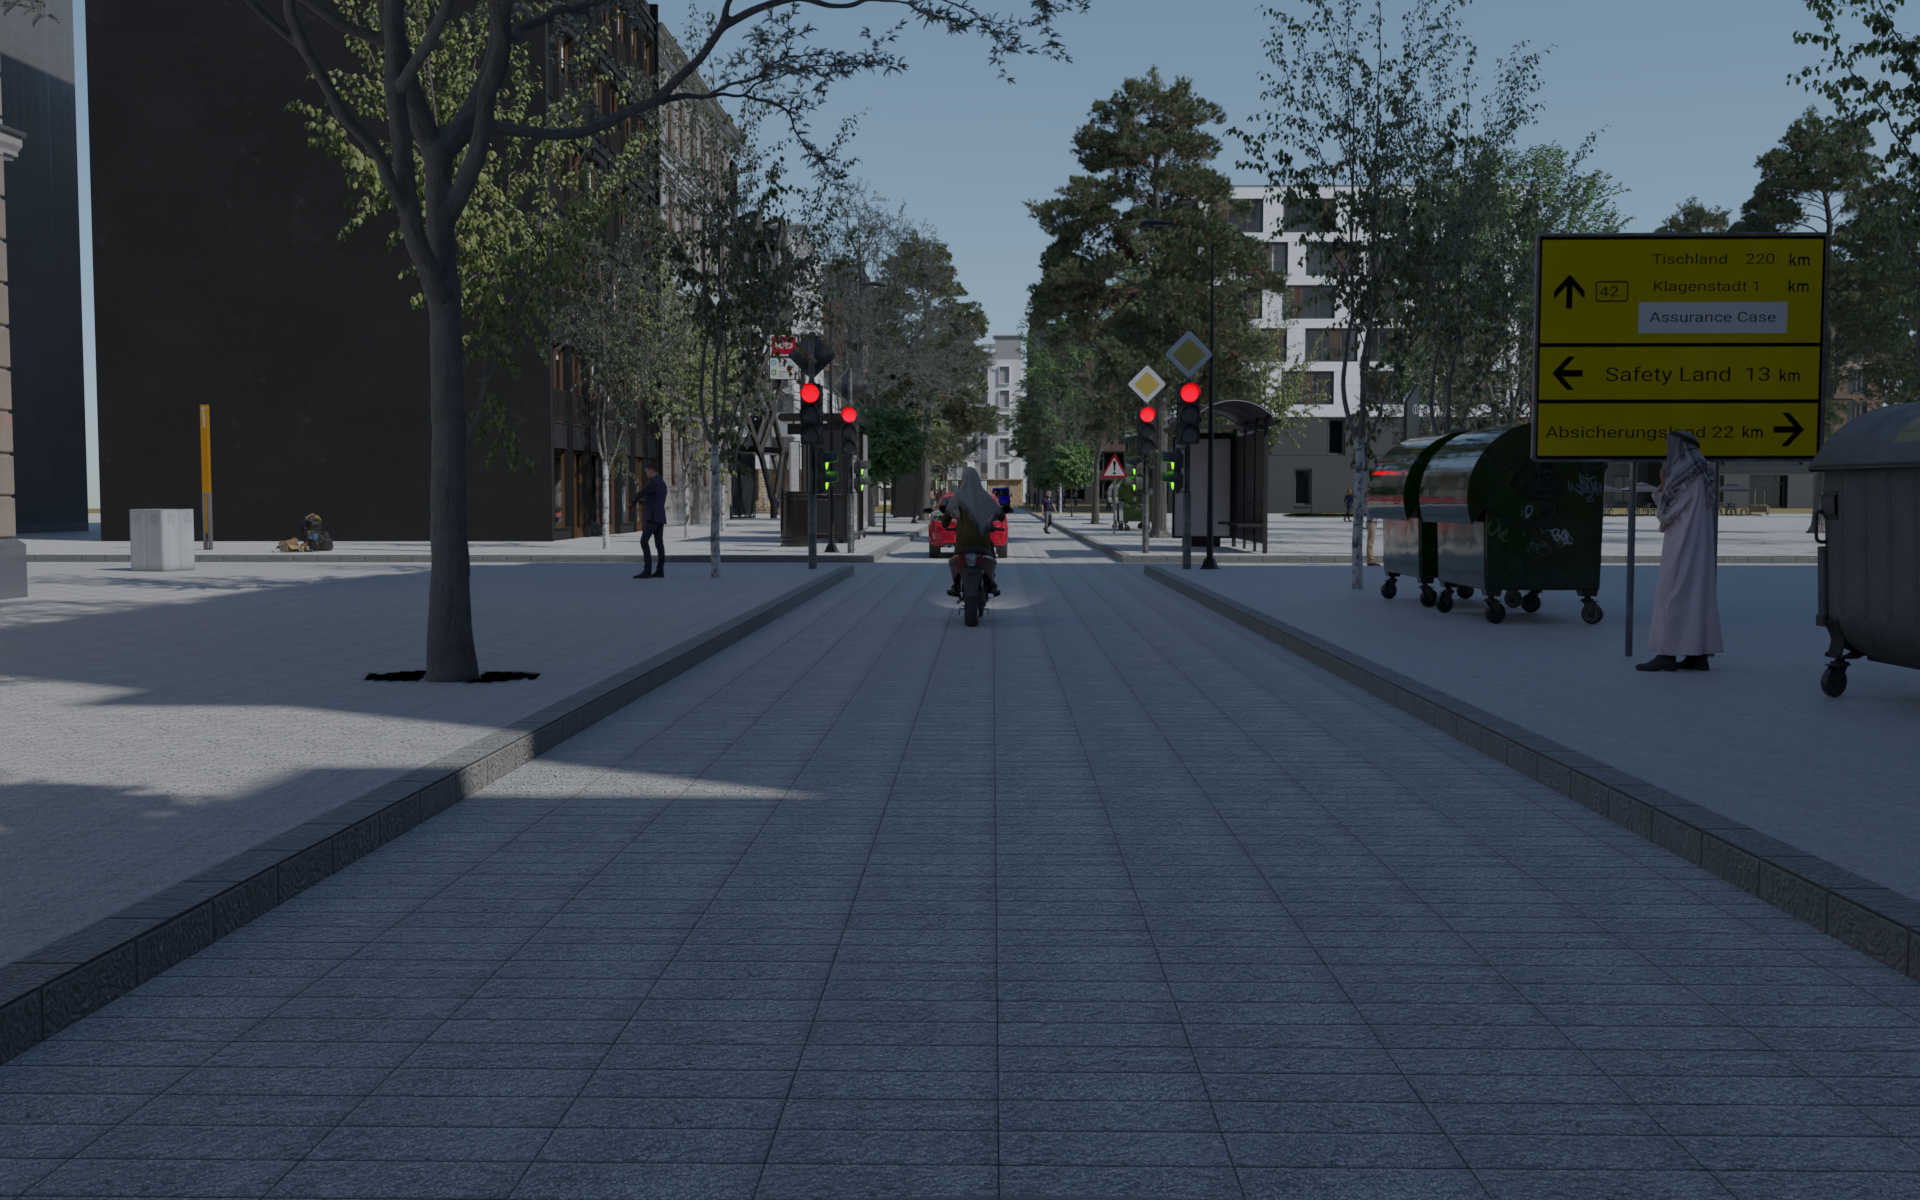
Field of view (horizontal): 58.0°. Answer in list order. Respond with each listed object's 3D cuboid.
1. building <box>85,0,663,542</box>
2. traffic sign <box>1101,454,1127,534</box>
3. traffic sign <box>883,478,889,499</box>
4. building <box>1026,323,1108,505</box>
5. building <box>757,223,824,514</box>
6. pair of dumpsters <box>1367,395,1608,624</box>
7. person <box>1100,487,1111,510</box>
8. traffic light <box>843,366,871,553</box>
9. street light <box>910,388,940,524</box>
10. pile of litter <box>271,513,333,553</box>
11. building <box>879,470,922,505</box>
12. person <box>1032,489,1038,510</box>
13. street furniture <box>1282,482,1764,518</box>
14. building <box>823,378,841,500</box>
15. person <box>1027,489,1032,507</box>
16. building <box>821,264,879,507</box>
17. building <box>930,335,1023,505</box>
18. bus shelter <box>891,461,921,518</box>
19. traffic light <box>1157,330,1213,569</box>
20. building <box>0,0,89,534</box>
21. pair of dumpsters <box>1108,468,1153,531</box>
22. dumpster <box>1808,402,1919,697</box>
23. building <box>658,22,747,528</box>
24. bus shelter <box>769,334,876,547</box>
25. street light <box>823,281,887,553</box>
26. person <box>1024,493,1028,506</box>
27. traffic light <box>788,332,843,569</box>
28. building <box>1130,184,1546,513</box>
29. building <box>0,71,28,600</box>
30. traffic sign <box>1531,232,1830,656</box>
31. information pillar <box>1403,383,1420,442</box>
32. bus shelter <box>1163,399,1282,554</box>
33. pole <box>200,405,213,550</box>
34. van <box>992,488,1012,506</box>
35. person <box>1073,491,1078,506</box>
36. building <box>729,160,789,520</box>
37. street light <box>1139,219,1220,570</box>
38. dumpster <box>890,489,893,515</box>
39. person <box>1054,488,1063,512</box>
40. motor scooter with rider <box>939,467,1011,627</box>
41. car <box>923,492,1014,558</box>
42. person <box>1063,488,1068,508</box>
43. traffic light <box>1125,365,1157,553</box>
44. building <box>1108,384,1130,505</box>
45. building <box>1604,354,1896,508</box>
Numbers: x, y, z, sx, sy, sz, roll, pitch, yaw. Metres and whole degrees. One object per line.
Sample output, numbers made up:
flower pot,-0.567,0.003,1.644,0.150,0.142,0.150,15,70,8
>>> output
building,-16.988,-13.721,54.014,12.332,23.373,15.834,0,4,1
traffic sign,5.012,-3.439,56.231,0.884,2.594,0.081,0,4,6
traffic sign,-3.367,-4.706,77.051,0.768,2.556,0.104,0,4,5
building,24.830,-22.834,217.314,32.646,21.610,27.936,0,4,1
building,-17.367,-16.063,119.043,16.016,20.091,11.380,0,4,1
pair of dumpsters,5.733,-1.012,19.043,1.574,2.255,4.436,0,4,1
person,11.710,-7.979,136.579,1.350,1.814,0.705,-1,4,-11
traffic light,-2.356,-2.954,37.549,0.839,4.213,0.868,0,4,1
street light,-1.456,-6.280,75.224,1.470,5.913,1.316,0,4,1
pile of litter,-14.717,-1.510,38.658,1.176,0.858,1.719,2,4,28
building,-17.882,-16.371,209.818,28.070,9.664,9.099,0,4,1
person,6.193,-8.368,143.775,0.530,1.710,0.541,0,4,-5
street furniture,32.213,-5.707,98.334,27.439,1.986,14.083,0,4,8
building,-13.987,-12.072,139.528,9.099,9.664,28.070,0,4,1
person,6.880,-9.957,169.562,0.721,1.743,1.217,0,4,-4
building,-24.822,-19.836,168.295,32.646,21.610,27.936,0,4,1
building,1.946,-21.765,212.274,11.380,20.091,16.016,0,4,1
bus shelter,-2.748,-6.345,95.025,1.731,3.624,6.357,0,4,1
traffic light,3.853,-2.460,29.462,0.839,4.213,0.868,0,4,1
building,-45.536,-14.315,53.122,30.058,24.678,14.314,0,4,1
pair of dumpsters,6.186,-3.608,61.482,1.574,2.255,4.436,0,4,1
dumpster,6.013,-0.270,10.178,1.264,1.857,1.865,0,4,1
building,-16.191,-14.476,72.834,11.583,22.565,21.152,0,4,1
bus shelter,-3.639,-4.191,46.158,2.179,5.291,8.768,0,4,1
street light,-2.282,-3.998,37.901,1.470,5.913,1.316,0,4,1
person,7.063,-10.636,183.159,0.599,1.433,0.991,-2,4,-28
traffic light,-2.507,-2.466,29.566,0.839,4.213,0.868,0,4,1
building,28.430,-17.554,130.987,27.936,21.610,32.646,0,4,1
building,-21.455,-13.993,14.689,20.117,28.700,13.634,0,4,1
traffic sign,5.615,-1.206,13.591,2.265,3.308,0.079,0,4,1
information pillar,9.521,-2.765,36.566,0.504,3.616,0.183,-3,5,-44
bus shelter,5.896,-2.794,39.614,2.014,3.302,5.546,0,4,1
pole,-17.259,-2.802,39.664,0.158,3.312,0.155,0,3,0
van,4.066,-10.272,172.333,2.240,2.365,5.245,0,4,2
person,12.576,-11.170,189.373,0.721,1.736,1.217,2,4,28
building,-17.750,-13.729,91.929,16.820,18.784,16.811,0,4,1
street light,3.728,-3.481,29.450,1.470,5.913,1.316,0,4,1
dumpster,-3.684,-6.161,106.494,1.264,1.857,1.865,0,4,1
person,6.986,-7.098,123.007,0.530,1.710,0.541,-2,4,-27
motor scooter with rider,0.188,-0.634,19.323,0.876,1.779,1.986,0,4,3
car,0.193,-1.909,40.256,2.155,1.783,4.494,0,4,0
person,9.865,-9.509,161.376,0.599,1.838,0.709,0,4,7
traffic light,4.004,-2.948,37.445,0.839,4.213,0.868,0,4,1
building,29.384,-19.560,163.783,27.936,21.610,32.646,0,4,1
building,66.507,-19.703,166.124,32.646,21.610,27.936,0,4,1
